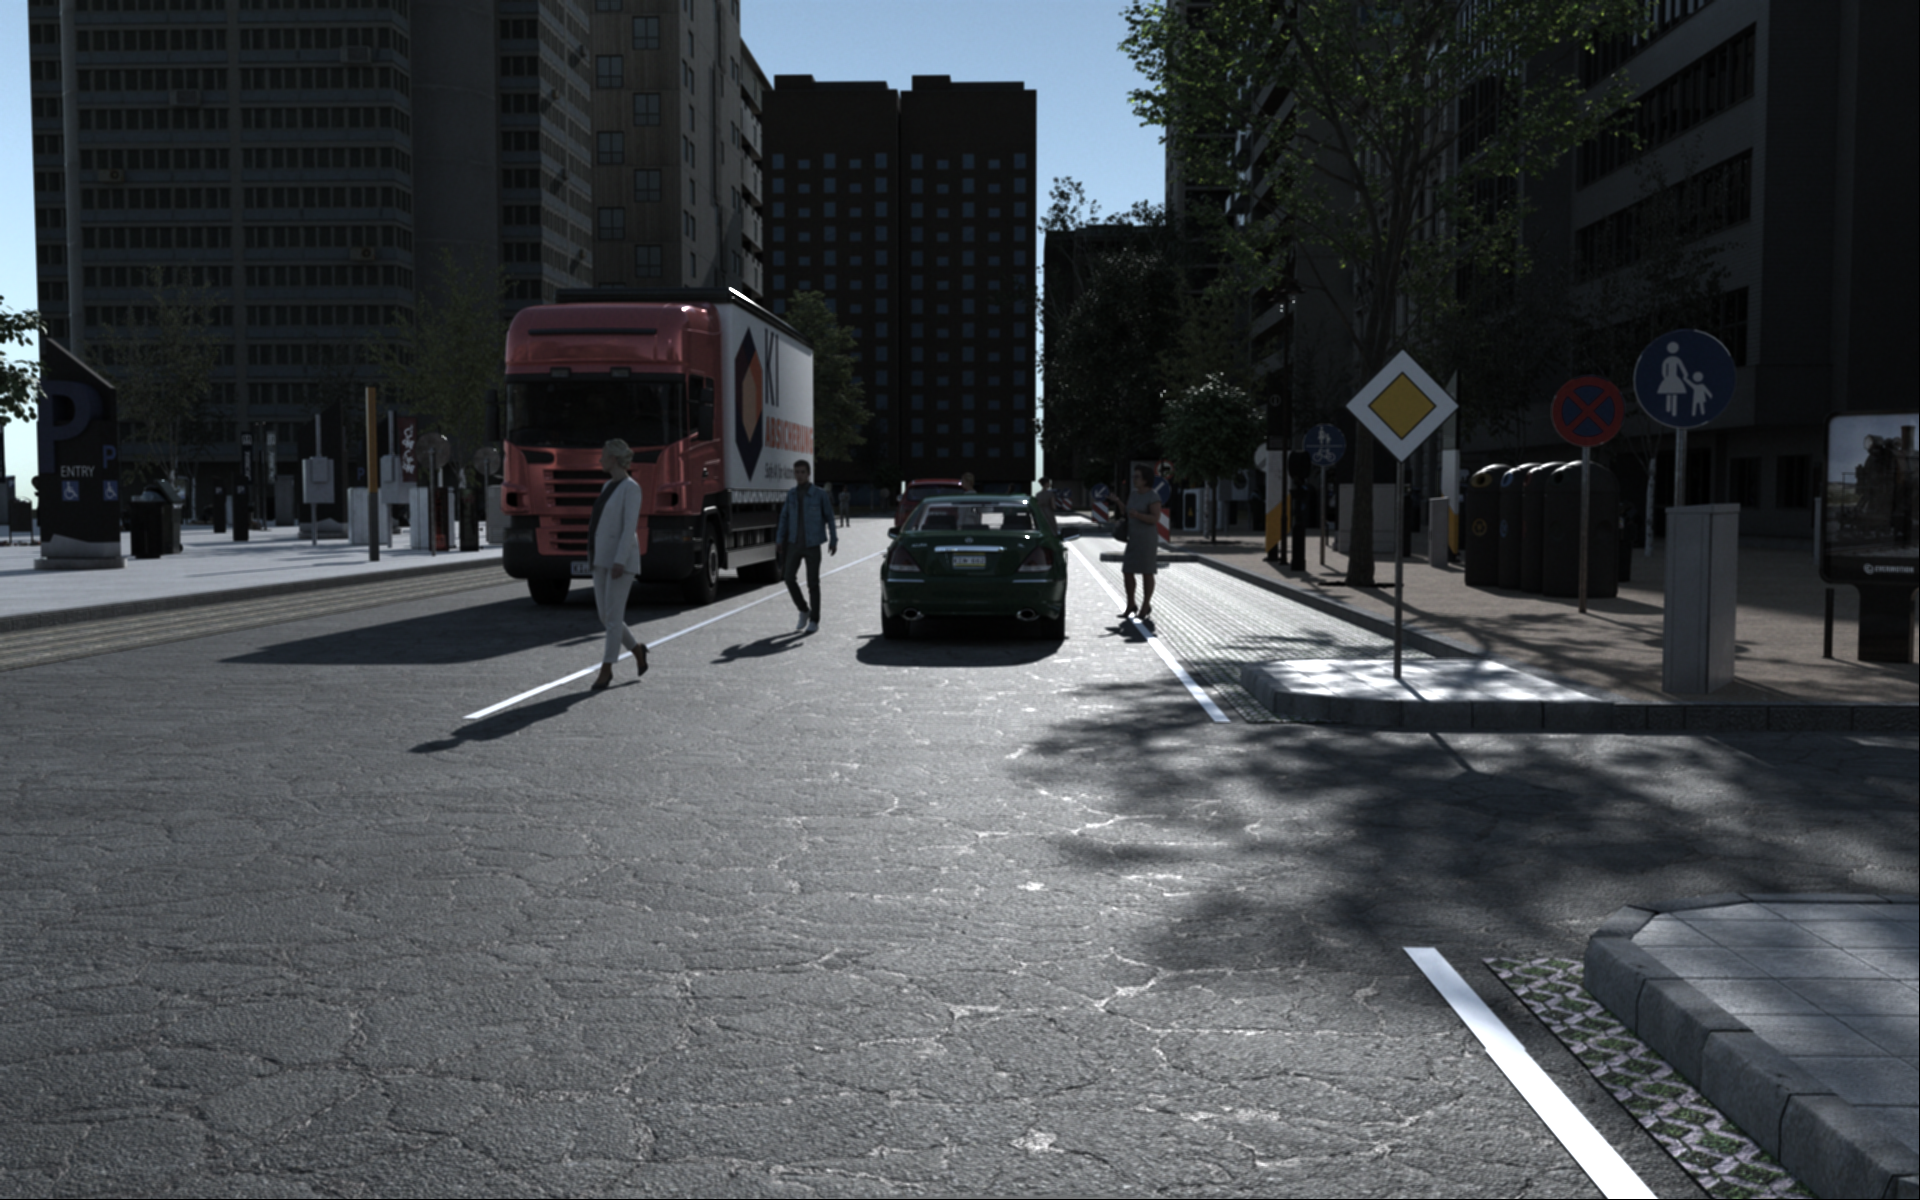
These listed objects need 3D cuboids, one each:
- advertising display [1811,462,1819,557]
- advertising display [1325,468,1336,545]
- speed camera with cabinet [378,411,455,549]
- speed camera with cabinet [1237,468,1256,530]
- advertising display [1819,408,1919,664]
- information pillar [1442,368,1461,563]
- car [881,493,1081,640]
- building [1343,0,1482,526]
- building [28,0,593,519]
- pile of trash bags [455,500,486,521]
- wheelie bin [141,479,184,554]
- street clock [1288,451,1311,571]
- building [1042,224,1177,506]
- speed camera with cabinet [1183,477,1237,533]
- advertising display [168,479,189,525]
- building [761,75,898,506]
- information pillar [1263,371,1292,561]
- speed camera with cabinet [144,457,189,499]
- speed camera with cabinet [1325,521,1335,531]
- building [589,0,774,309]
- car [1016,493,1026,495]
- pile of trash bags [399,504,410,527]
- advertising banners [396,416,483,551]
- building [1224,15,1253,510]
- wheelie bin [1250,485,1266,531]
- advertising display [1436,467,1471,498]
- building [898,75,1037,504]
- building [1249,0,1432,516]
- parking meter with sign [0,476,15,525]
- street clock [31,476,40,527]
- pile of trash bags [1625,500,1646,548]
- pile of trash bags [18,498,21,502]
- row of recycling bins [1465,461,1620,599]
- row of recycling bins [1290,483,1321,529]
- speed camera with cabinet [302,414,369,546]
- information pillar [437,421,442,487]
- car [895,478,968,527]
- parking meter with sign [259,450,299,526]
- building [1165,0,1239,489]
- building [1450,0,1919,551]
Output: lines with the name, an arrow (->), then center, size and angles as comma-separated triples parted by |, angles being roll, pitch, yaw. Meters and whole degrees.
advertising display -> 17.618, -1.852, 35.502 | 0.123, 1.923, 0.974 | 3, 4, 36
advertising display -> 9.565, -2.330, 43.317 | 0.974, 1.923, 0.123 | -1, 4, -20
speed camera with cabinet -> -12.807, -2.846, 40.871 | 2.038, 3.252, 0.660 | 2, 4, 35
speed camera with cabinet -> 9.578, -4.149, 62.172 | 2.038, 3.252, 0.660 | 3, 4, 38
advertising display -> 7.079, -0.488, 13.192 | 0.123, 1.923, 0.974 | -3, 5, -43
information pillar -> 9.221, -2.518, 32.520 | 0.183, 3.616, 0.504 | -1, 4, -15
car -> 0.228, -0.410, 18.497 | 2.131, 1.459, 4.920 | 0, 4, 4
building -> 24.023, -15.136, 76.351 | 11.050, 23.489, 19.941 | 0, 4, 2
building -> -34.929, -24.972, 100.179 | 32.217, 40.220, 23.993 | 0, 4, 2
pile of trash bags -> -22.695, -4.450, 82.511 | 1.912, 1.369, 3.447 | -3, 4, -37
wheelie bin -> -17.072, -1.782, 37.041 | 0.693, 1.594, 0.980 | 0, 4, -4
street clock -> 5.655, -1.488, 28.895 | 0.358, 2.002, 0.471 | 2, 4, 34
building -> 16.025, -25.484, 188.362 | 14.107, 30.474, 14.160 | 0, 4, 2
speed camera with cabinet -> 8.332, -3.917, 58.376 | 0.660, 3.252, 2.038 | -2, 4, -28
advertising display -> -32.927, -4.144, 72.973 | 0.974, 1.923, 0.123 | 1, 4, 22
building -> -13.364, -32.928, 188.478 | 14.200, 45.320, 14.600 | 0, 4, 2
information pillar -> 6.056, -2.547, 32.995 | 0.504, 3.616, 0.183 | -1, 4, -12
speed camera with cabinet -> -39.418, -5.606, 85.989 | 0.660, 3.252, 2.038 | 3, 4, 36
speed camera with cabinet -> 13.230, -4.063, 60.765 | 0.660, 3.252, 2.038 | 0, 4, -5
building -> -34.488, -37.148, 196.615 | 27.495, 52.752, 28.713 | 0, 4, 2
car -> 3.837, -6.580, 116.375 | 1.959, 1.807, 4.718 | 0, 4, 4
pile of trash bags -> -22.920, -3.574, 68.180 | 1.912, 1.369, 3.447 | -2, 4, -31
advertising banners -> -11.709, -2.614, 38.926 | 2.074, 3.025, 0.090 | 1, 4, 13
building -> 32.848, -31.546, 135.386 | 23.786, 49.044, 30.456 | 0, 4, 2
wheelie bin -> 10.537, -3.209, 60.369 | 0.980, 1.594, 0.693 | -2, 4, -32
advertising display -> 11.804, -2.218, 41.475 | 0.974, 1.923, 0.123 | -2, 4, -26
building -> 1.132, -32.939, 188.666 | 14.200, 45.320, 14.600 | 0, 4, 2
building -> 30.482, -29.712, 109.493 | 21.300, 48.544, 21.600 | 0, 4, 2
parking meter with sign -> -39.365, -4.594, 71.371 | 1.738, 3.016, 0.543 | 1, 4, 16
street clock -> -36.395, -3.908, 68.462 | 0.471, 2.002, 0.358 | -1, 4, -18
pile of trash bags -> 15.095, -1.988, 42.261 | 1.912, 1.369, 3.447 | -2, 4, -24
pile of trash bags -> -48.553, -4.753, 87.462 | 1.912, 1.369, 3.447 | 0, 4, -3
row of recycling bins -> 7.688, -0.969, 22.959 | 1.069, 1.692, 3.534 | 0, 4, -4
row of recycling bins -> 13.335, -3.536, 64.924 | 3.534, 1.692, 1.069 | 2, 4, 33
speed camera with cabinet -> -15.405, -3.009, 43.537 | 2.038, 3.252, 0.660 | -2, 4, -28
information pillar -> -16.708, -3.933, 55.667 | 0.183, 3.616, 0.504 | -1, 4, -11
car -> -0.499, -2.125, 43.421 | 2.281, 1.827, 5.304 | 0, 4, 2
parking meter with sign -> -27.081, -4.476, 69.440 | 1.738, 3.016, 0.543 | -1, 4, -12
building -> 33.531, -45.975, 189.942 | 20.611, 71.187, 20.563 | 0, 4, 2
building -> 25.078, -14.204, 51.304 | 14.314, 24.678, 30.058 | 0, 4, 2
